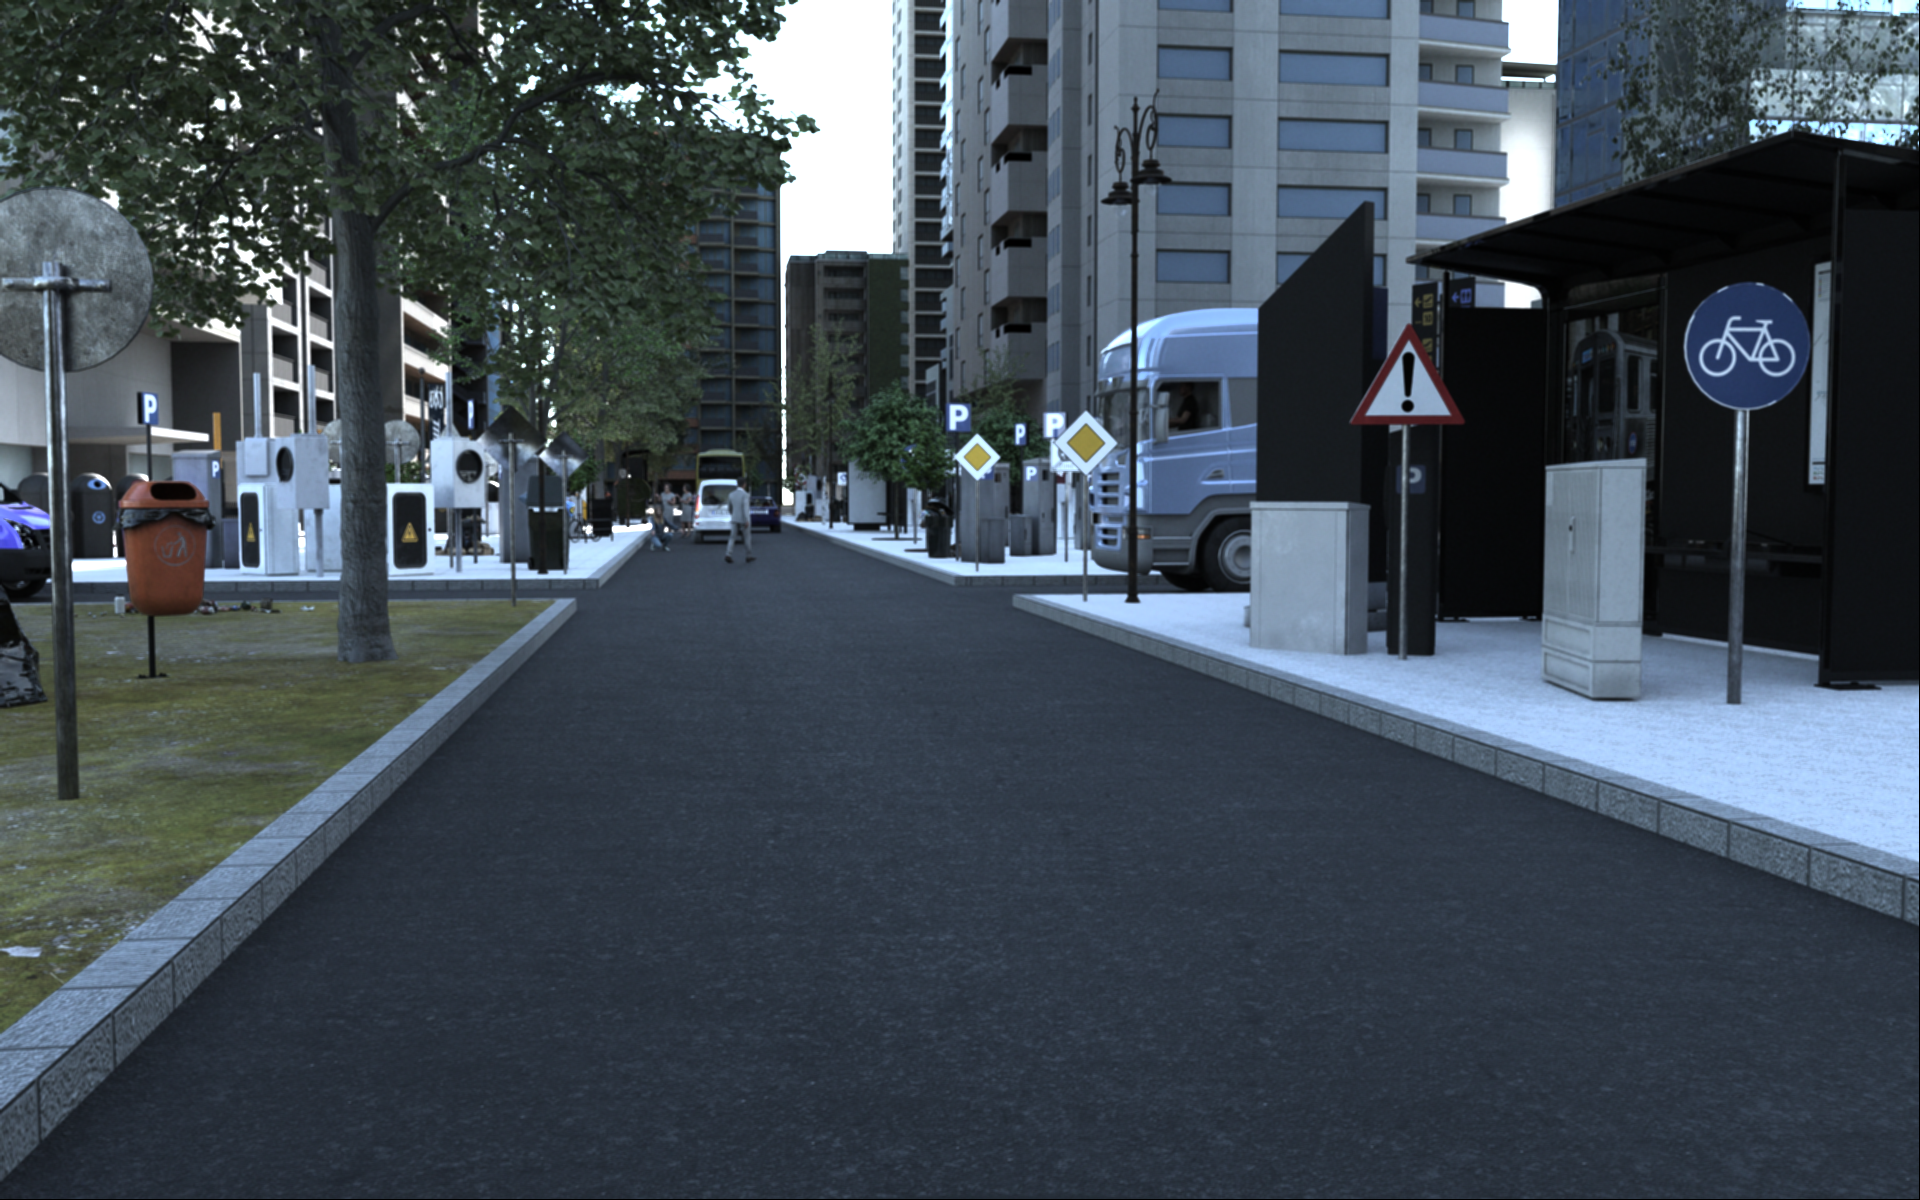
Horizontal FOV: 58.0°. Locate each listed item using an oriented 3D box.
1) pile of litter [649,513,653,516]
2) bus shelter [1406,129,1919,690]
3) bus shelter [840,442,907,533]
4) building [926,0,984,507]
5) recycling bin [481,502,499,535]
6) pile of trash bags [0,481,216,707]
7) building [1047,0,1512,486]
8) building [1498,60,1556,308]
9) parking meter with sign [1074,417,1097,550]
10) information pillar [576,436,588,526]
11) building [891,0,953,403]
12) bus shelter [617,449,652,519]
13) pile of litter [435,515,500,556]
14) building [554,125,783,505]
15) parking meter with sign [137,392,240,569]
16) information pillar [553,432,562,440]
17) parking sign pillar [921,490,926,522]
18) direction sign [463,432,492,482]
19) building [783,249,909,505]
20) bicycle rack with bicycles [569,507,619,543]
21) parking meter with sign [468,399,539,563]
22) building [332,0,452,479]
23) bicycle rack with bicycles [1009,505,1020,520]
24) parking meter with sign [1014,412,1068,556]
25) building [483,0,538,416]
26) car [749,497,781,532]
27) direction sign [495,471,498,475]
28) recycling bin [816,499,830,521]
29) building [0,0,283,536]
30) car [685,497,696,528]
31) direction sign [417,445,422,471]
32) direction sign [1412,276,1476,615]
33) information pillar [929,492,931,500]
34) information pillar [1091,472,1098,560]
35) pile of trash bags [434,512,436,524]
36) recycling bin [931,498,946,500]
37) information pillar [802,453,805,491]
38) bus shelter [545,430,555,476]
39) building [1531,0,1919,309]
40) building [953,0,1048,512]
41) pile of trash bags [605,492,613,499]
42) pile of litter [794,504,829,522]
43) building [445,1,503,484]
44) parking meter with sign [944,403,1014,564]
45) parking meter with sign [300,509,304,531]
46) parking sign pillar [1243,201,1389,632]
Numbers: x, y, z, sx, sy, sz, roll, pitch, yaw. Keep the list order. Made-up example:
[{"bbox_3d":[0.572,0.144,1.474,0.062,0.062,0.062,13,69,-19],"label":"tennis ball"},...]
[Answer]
[{"bbox_3d":[-18.495,-5.352,101.478,1.176,0.858,1.719,0,4,2],"label":"pile of litter"},{"bbox_3d":[5.748,-1.415,14.414,1.731,3.624,6.357,-1,4,-9],"label":"bus shelter"},{"bbox_3d":[-2.844,-3.956,58.610,2.014,3.302,5.546,-1,4,-9],"label":"bus shelter"},{"bbox_3d":[6.626,-51.268,150.902,22.319,86.520,31.000,-1,4,-9],"label":"building"},{"bbox_3d":[-14.864,-2.576,54.676,0.722,1.027,0.722,1,4,10],"label":"recycling bin"},{"bbox_3d":[-6.422,-0.069,10.885,1.912,1.369,3.447,3,5,42],"label":"pile of trash bags"},{"bbox_3d":[15.292,-33.616,91.622,21.231,58.520,28.212,-1,4,-9],"label":"building"},{"bbox_3d":[49.204,-29.554,166.796,14.086,41.232,14.154,-1,4,-9],"label":"building"},{"bbox_3d":[2.953,-2.671,39.940,0.543,3.016,1.738,0,4,-8],"label":"parking meter with sign"},{"bbox_3d":[-15.356,-4.823,70.213,0.183,3.616,0.504,3,5,41],"label":"information pillar"},{"bbox_3d":[2.882,-47.361,212.610,20.611,71.187,20.563,-1,4,-9],"label":"building"},{"bbox_3d":[-17.006,-6.097,90.975,1.731,3.624,6.357,-1,4,-9],"label":"bus shelter"},{"bbox_3d":[-10.304,-1.367,36.317,1.719,0.858,1.176,1,4,19],"label":"pile of litter"},{"bbox_3d":[-35.732,-33.858,208.206,28.867,44.769,22.147,-1,4,-9],"label":"building"},{"bbox_3d":[-13.139,-2.053,29.825,1.738,3.016,0.543,0,4,2],"label":"parking meter with sign"},{"bbox_3d":[-14.429,-4.337,62.265,0.183,3.616,0.504,2,4,28],"label":"information pillar"},{"bbox_3d":[-1.975,-5.119,72.164,1.447,3.967,1.447,-3,4,-38],"label":"parking sign pillar"},{"bbox_3d":[-17.754,-4.378,63.585,0.876,3.537,0.379,-1,4,-16],"label":"direction sign"},{"bbox_3d":[-13.753,-26.674,207.814,14.107,30.474,14.160,-1,4,-9],"label":"building"},{"bbox_3d":[-10.670,-2.014,46.315,2.852,0.926,2.925,1,4,12],"label":"bicycle rack with bicycles"},{"bbox_3d":[-8.230,-2.207,32.352,1.738,3.016,0.543,-2,4,-27],"label":"parking meter with sign"},{"bbox_3d":[-44.553,-29.650,108.473,21.300,48.544,21.600,-1,4,-9],"label":"building"},{"bbox_3d":[3.663,-4.033,79.319,2.925,0.926,2.852,0,4,0],"label":"bicycle rack with bicycles"},{"bbox_3d":[1.621,-2.448,36.283,0.543,3.016,1.738,2,4,30],"label":"parking meter with sign"},{"bbox_3d":[-65.475,-54.386,201.881,31.000,86.520,22.319,-1,4,-9],"label":"building"},{"bbox_3d":[-7.762,-3.261,65.903,1.945,1.354,3.894,-1,4,-10],"label":"car"},{"bbox_3d":[-19.464,-4.889,71.937,0.876,3.537,0.379,-1,4,-16],"label":"direction sign"},{"bbox_3d":[-6.454,-4.286,82.630,0.722,1.027,0.722,1,4,9],"label":"recycling bin"},{"bbox_3d":[-37.993,-28.410,53.742,28.713,52.752,27.495,-1,4,-9],"label":"building"},{"bbox_3d":[-10.979,-3.785,74.468,1.945,1.354,3.894,-1,4,-10],"label":"car"},{"bbox_3d":[-25.075,-5.411,80.461,0.379,3.537,0.876,-2,4,-30],"label":"direction sign"},{"bbox_3d":[5.129,-1.620,18.488,0.379,3.537,0.876,-2,4,-30],"label":"direction sign"},{"bbox_3d":[-1.397,-4.314,75.030,0.304,2.012,0.304,0,4,4],"label":"information pillar"},{"bbox_3d":[2.730,-1.796,33.860,0.304,2.012,0.304,1,4,11],"label":"information pillar"},{"bbox_3d":[-12.856,-1.806,39.280,1.912,1.369,3.447,-2,4,-26],"label":"pile of trash bags"},{"bbox_3d":[-1.300,-5.404,100.905,0.722,1.027,0.722,2,4,33],"label":"recycling bin"},{"bbox_3d":[-8.909,-6.554,98.509,0.183,3.616,0.504,-1,4,-11],"label":"information pillar"},{"bbox_3d":[-16.252,-4.557,65.788,1.731,3.624,6.357,-1,4,-9],"label":"bus shelter"},{"bbox_3d":[34.657,-45.474,56.167,31.000,86.520,22.319,-1,4,-9],"label":"building"},{"bbox_3d":[14.666,-32.596,122.181,28.713,52.752,27.495,-1,4,-9],"label":"building"},{"bbox_3d":[-18.469,-4.530,83.825,3.447,1.369,1.912,1,4,10],"label":"pile of trash bags"},{"bbox_3d":[-6.859,-4.057,80.296,1.719,0.858,1.176,-1,4,-9],"label":"pile of litter"},{"bbox_3d":[-48.394,-30.694,151.955,14.200,45.320,14.600,-1,4,-9],"label":"building"},{"bbox_3d":[0.319,-2.222,32.591,0.543,3.016,1.738,-2,4,-26],"label":"parking meter with sign"},{"bbox_3d":[-23.285,-3.892,59.894,0.543,3.016,1.738,3,5,42],"label":"parking meter with sign"},{"bbox_3d":[3.477,-1.723,16.649,1.447,3.967,1.447,-3,4,-38],"label":"parking sign pillar"}]
